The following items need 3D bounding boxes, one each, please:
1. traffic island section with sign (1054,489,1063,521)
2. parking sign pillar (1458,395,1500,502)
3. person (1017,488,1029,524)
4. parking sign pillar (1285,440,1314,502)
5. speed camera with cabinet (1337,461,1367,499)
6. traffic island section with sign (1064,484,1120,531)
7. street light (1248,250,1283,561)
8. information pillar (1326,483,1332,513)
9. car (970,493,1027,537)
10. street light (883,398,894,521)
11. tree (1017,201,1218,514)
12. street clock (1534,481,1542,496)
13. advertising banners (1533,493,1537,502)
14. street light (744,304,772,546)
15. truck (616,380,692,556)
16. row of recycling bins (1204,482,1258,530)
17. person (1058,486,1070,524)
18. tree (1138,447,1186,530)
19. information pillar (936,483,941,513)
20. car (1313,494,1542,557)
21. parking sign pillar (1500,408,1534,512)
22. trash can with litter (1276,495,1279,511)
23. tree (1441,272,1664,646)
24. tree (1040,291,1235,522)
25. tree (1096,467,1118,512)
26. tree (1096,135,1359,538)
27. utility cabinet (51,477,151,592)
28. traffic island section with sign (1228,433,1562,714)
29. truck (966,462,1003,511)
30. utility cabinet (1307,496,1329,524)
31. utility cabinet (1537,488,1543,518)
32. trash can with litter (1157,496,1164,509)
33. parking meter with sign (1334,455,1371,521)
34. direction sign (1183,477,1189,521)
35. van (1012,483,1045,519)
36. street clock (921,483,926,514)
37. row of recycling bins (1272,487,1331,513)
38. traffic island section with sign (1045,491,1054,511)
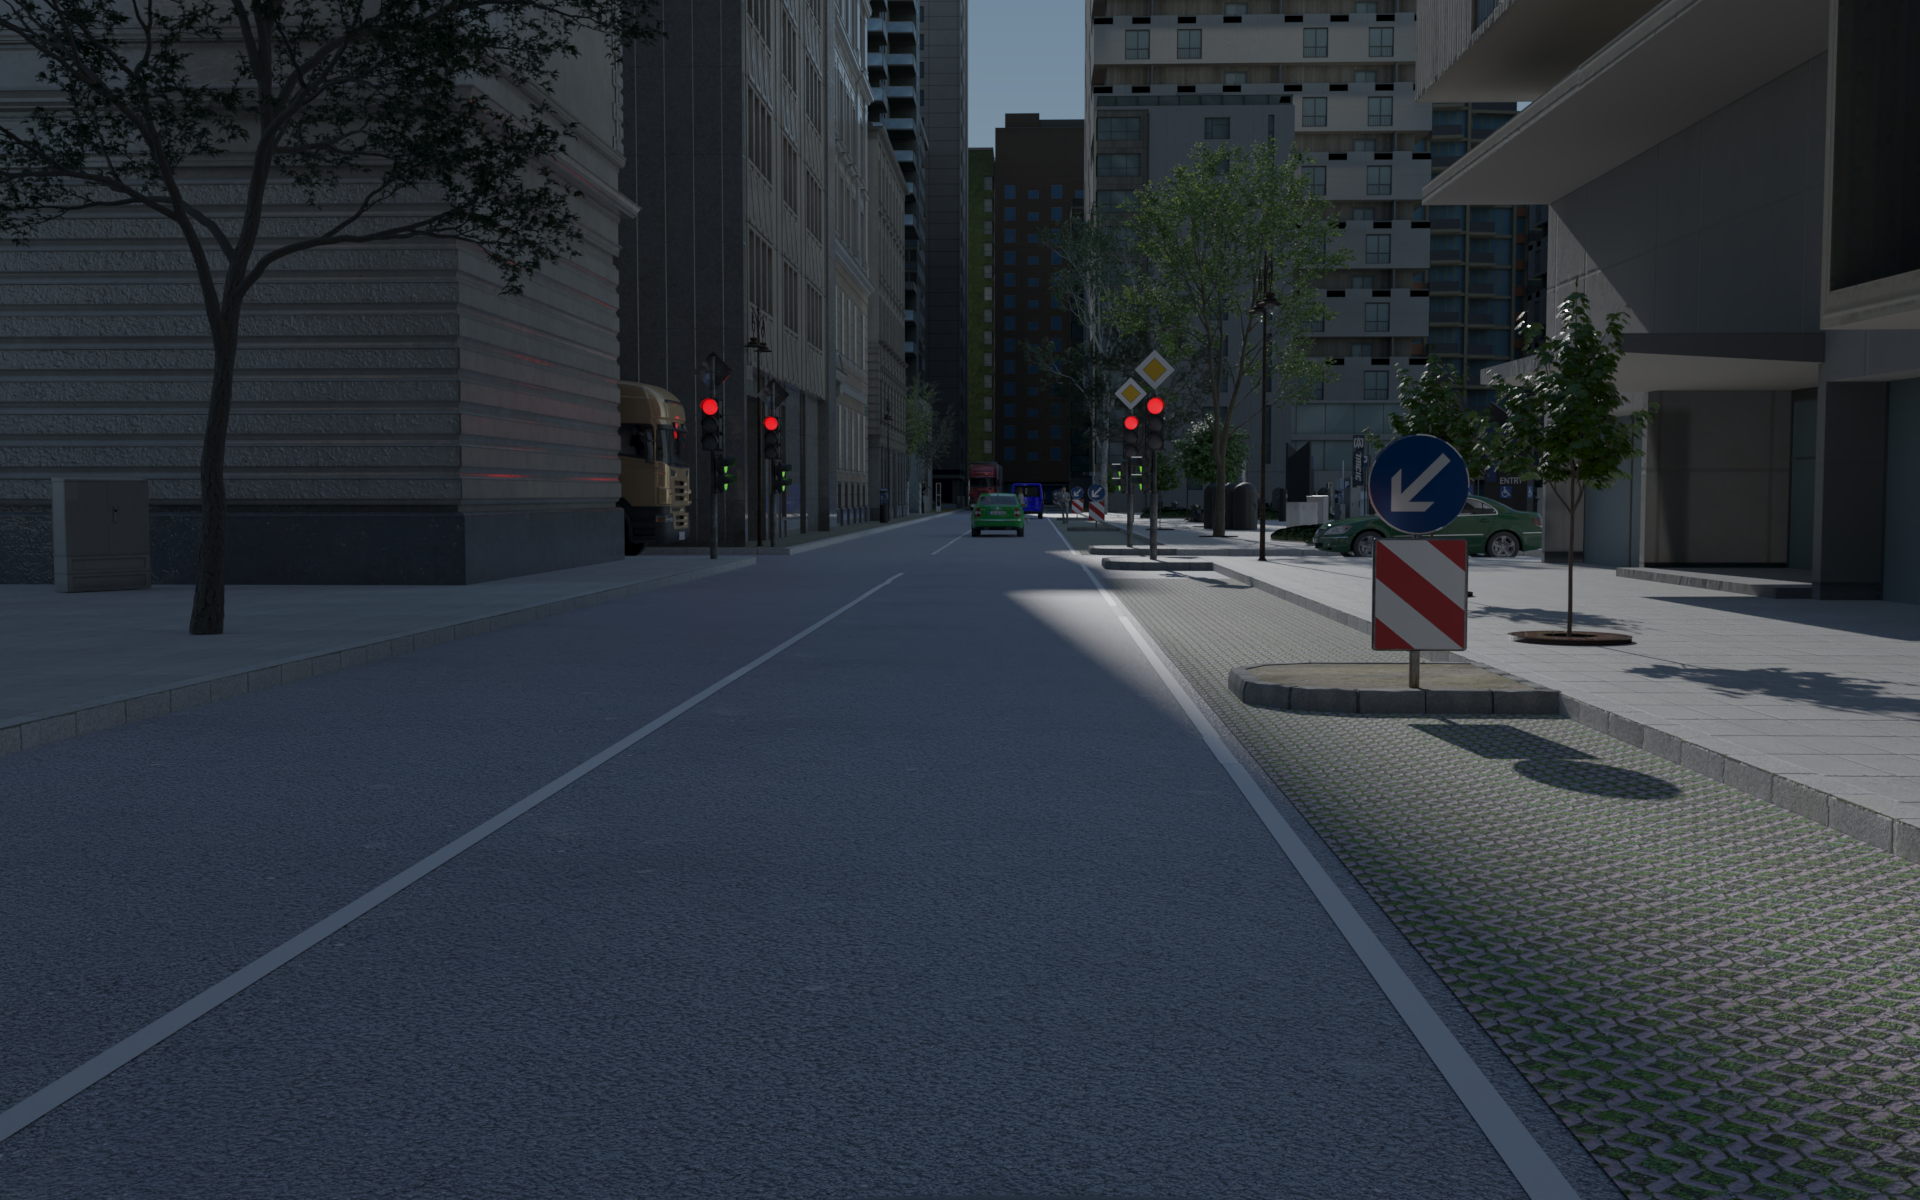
[{"bbox_3d":[6.230,-5.214,93.875,1.989,1.847,2.006,0,4,2],"label":"traffic island section with sign"},{"bbox_3d":[12.932,-3.451,44.898,1.447,3.967,1.447,0,4,-2],"label":"parking sign pillar"},{"bbox_3d":[2.836,-4.363,80.592,0.760,1.731,0.466,0,4,-5],"label":"person"},{"bbox_3d":[17.760,-6.283,91.203,1.447,3.967,1.447,-2,4,-33],"label":"parking sign pillar"},{"bbox_3d":[23.350,-6.617,102.524,2.038,3.252,0.660,1,4,12],"label":"speed camera with cabinet"},{"bbox_3d":[5.144,-3.567,66.942,1.989,1.847,2.006,0,4,2],"label":"traffic island section with sign"},{"bbox_3d":[5.807,-3.688,33.089,0.468,5.910,1.993,0,4,2],"label":"street light"},{"bbox_3d":[23.743,-6.542,111.460,0.304,2.012,0.304,-1,4,-19],"label":"information pillar"},{"bbox_3d":[1.314,-3.096,59.420,1.959,1.807,4.718,0,4,2],"label":"car"},{"bbox_3d":[-3.417,-6.704,82.404,0.468,5.910,1.993,0,4,2],"label":"street light"},{"bbox_3d":[9.950,-15.551,110.147,12.611,20.169,13.585,0,3,0],"label":"tree"},{"bbox_3d":[23.469,-4.017,70.251,0.358,2.002,0.471,2,4,34],"label":"street clock"},{"bbox_3d":[34.316,-6.403,100.874,2.074,3.025,0.090,-1,4,-15],"label":"advertising banners"},{"bbox_3d":[-4.914,-4.253,42.328,0.468,5.910,1.993,0,4,2],"label":"street light"},{"bbox_3d":[-10.955,-2.984,37.702,11.283,4.237,2.839,0,4,4],"label":"truck"},{"bbox_3d":[9.782,-3.412,62.902,1.069,1.692,3.534,-1,4,-14],"label":"row of recycling bins"},{"bbox_3d":[4.998,-4.562,83.294,0.606,1.804,0.583,1,4,10],"label":"person"},{"bbox_3d":[6.999,-4.086,61.399,1.663,3.219,1.824,0,3,0],"label":"tree"},{"bbox_3d":[-1.446,-6.805,115.758,0.304,2.012,0.304,0,4,-4],"label":"information pillar"},{"bbox_3d":[10.101,-1.563,37.351,4.920,1.459,2.131,0,4,1],"label":"car"},{"bbox_3d":[15.889,-3.770,50.116,1.447,3.967,1.447,3,5,42],"label":"parking sign pillar"},{"bbox_3d":[18.004,-5.294,97.620,1.678,1.210,2.233,0,4,6],"label":"trash can with litter"},{"bbox_3d":[5.450,-1.254,15.109,1.663,3.219,1.824,0,3,0],"label":"tree"},{"bbox_3d":[7.802,-8.778,77.935,8.767,10.594,7.601,-1,4,-10],"label":"tree"},{"bbox_3d":[10.511,-7.761,121.499,1.663,3.219,1.824,0,3,0],"label":"tree"},{"bbox_3d":[7.729,-7.663,51.039,9.928,11.665,9.643,0,3,0],"label":"tree"},{"bbox_3d":[-11.339,-0.870,22.906,0.318,1.500,1.173,2,4,31],"label":"utility cabinet"},{"bbox_3d":[2.939,-0.216,12.160,1.989,1.847,2.006,0,4,2],"label":"traffic island section with sign"},{"bbox_3d":[2.295,-10.077,153.668,2.839,4.237,11.283,0,4,4],"label":"truck"},{"bbox_3d":[13.982,-3.463,67.782,0.306,1.237,1.020,-2,4,-26],"label":"utility cabinet"},{"bbox_3d":[20.831,-3.225,61.404,0.318,1.500,1.173,3,5,40],"label":"utility cabinet"},{"bbox_3d":[11.630,-5.422,100.033,0.624,1.170,1.055,-1,4,-14],"label":"trash can with litter"},{"bbox_3d":[17.311,-4.910,76.540,1.738,3.016,0.543,-2,4,-33],"label":"parking meter with sign"},{"bbox_3d":[11.016,-5.620,83.889,0.379,3.537,0.876,1,4,11],"label":"direction sign"},{"bbox_3d":[3.877,-5.901,100.867,2.240,2.365,5.245,0,4,2],"label":"van"},{"bbox_3d":[-2.476,-6.702,114.145,0.471,2.002,0.358,-3,5,-45],"label":"street clock"},{"bbox_3d":[20.744,-6.003,105.258,3.534,1.692,1.069,1,4,15],"label":"row of recycling bins"},{"bbox_3d":[8.232,-8.250,143.522,1.989,1.847,2.006,0,4,2],"label":"traffic island section with sign"}]
